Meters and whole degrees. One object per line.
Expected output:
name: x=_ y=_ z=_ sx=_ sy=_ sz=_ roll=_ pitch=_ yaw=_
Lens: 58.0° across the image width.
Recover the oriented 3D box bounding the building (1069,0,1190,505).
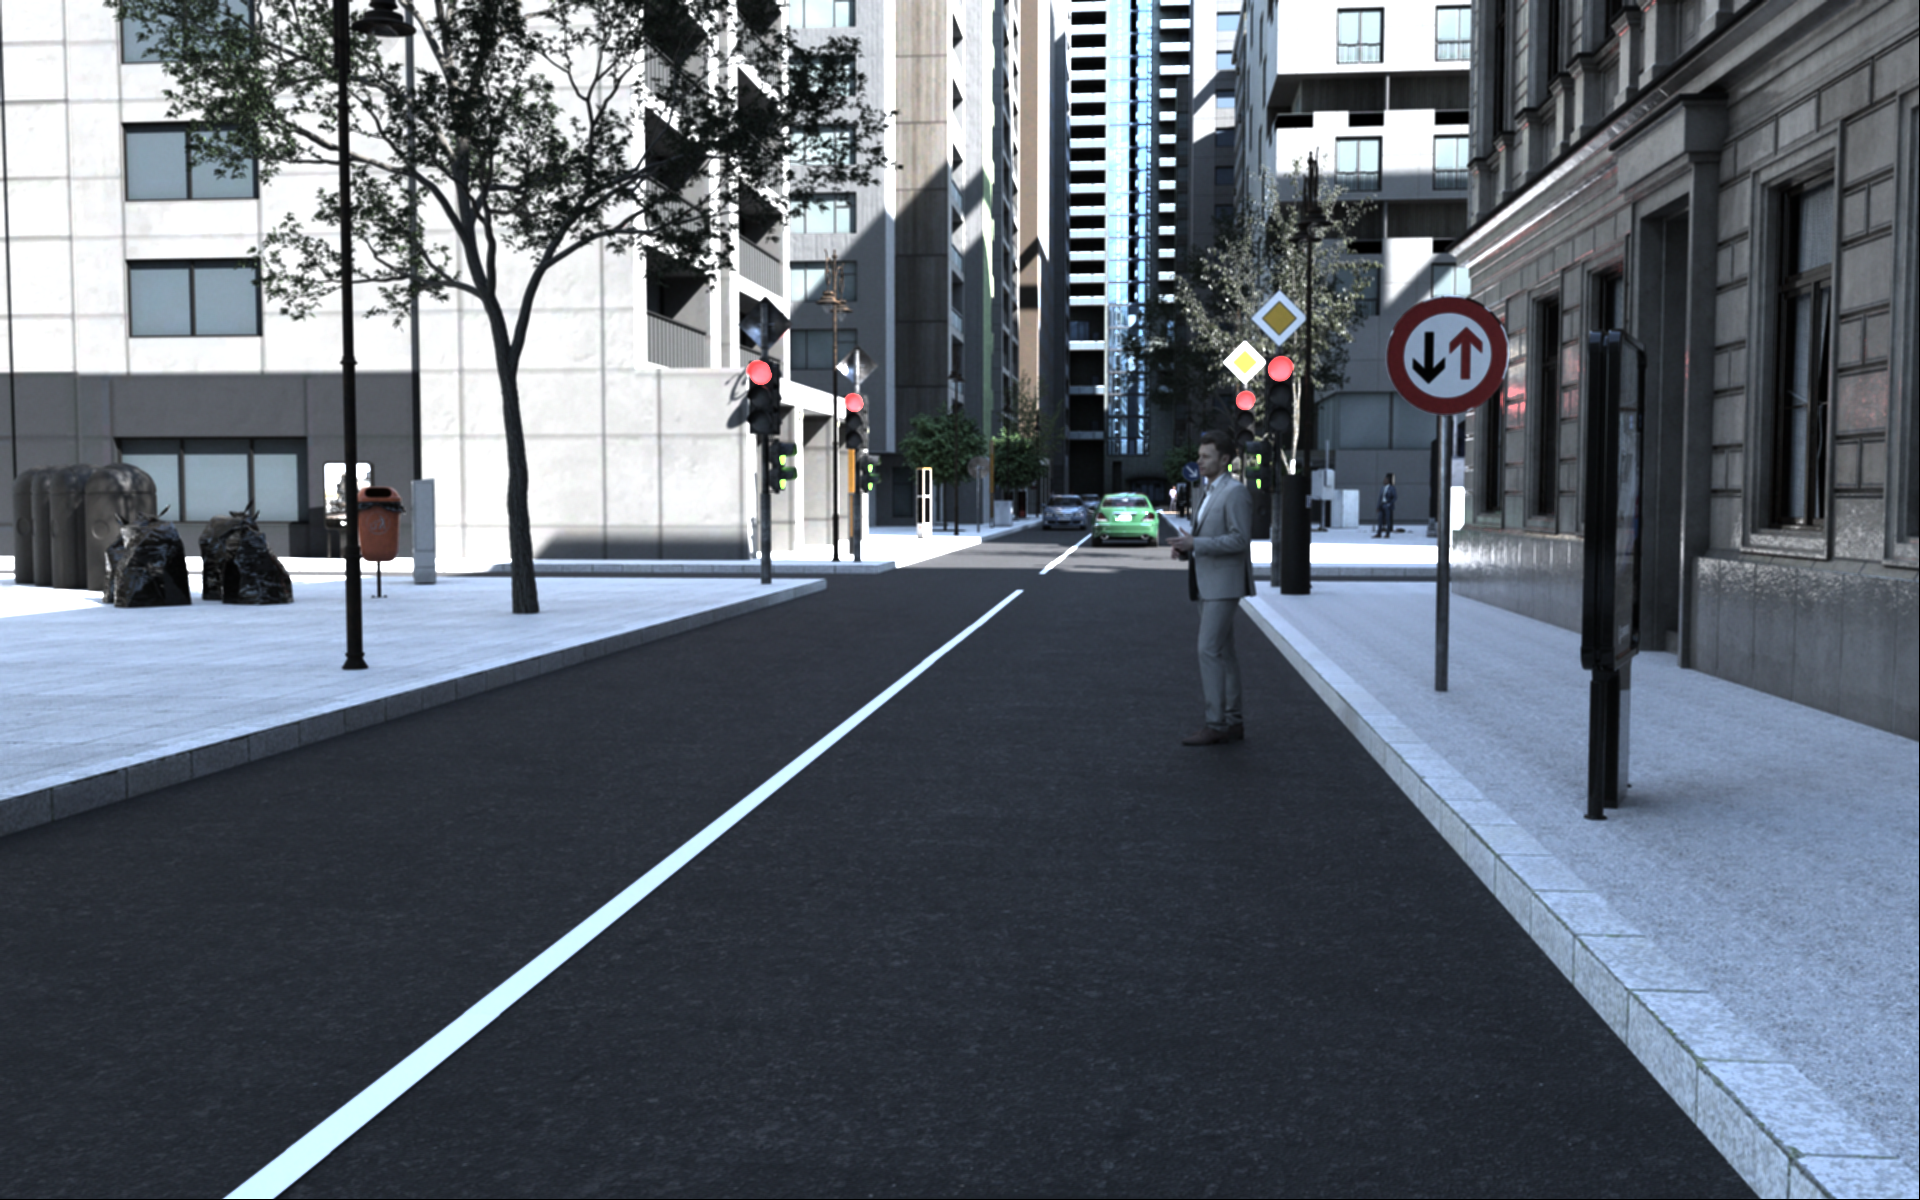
building: x=18.050 y=-54.334 z=201.033 sx=31.000 sy=86.520 sz=22.319 roll=0 pitch=4 yaw=6

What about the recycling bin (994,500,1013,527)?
recycling bin: x=1.686 y=-3.408 z=68.271 sx=0.722 sy=1.027 sz=0.722 roll=1 pitch=4 yaw=9

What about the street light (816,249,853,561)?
street light: x=-2.368 y=-3.676 z=32.883 sx=0.468 sy=5.910 sz=1.993 roll=0 pitch=4 yaw=6

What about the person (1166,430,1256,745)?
person: x=1.419 y=-0.083 z=10.062 sx=0.583 sy=1.804 sz=0.606 roll=-1 pitch=4 yaw=-16

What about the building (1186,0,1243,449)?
building: x=30.395 y=-37.203 z=150.267 sx=21.231 sy=58.520 sz=28.212 roll=0 pitch=4 yaw=6

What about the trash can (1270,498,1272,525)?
trash can: x=12.483 y=-3.616 z=70.779 sx=0.748 sy=1.137 sz=0.748 roll=0 pitch=3 yaw=0

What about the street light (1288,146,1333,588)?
street light: x=4.727 y=-3.103 z=23.516 sx=0.468 sy=5.910 sz=1.993 roll=0 pitch=4 yaw=6

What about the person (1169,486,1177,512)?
person: x=15.031 y=-7.073 z=121.552 sx=0.709 sy=1.838 sz=0.599 roll=-2 pitch=4 yaw=-35

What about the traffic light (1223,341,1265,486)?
traffic light: x=5.204 y=-2.626 z=31.861 sx=0.839 sy=4.253 sz=0.868 roll=0 pitch=4 yaw=6

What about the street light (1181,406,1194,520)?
street light: x=11.238 y=-6.857 z=84.903 sx=0.468 sy=5.910 sz=1.993 roll=0 pitch=4 yaw=6

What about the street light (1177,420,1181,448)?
street light: x=13.470 y=-8.127 z=105.669 sx=0.468 sy=5.910 sz=1.993 roll=0 pitch=4 yaw=6

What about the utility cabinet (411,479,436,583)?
utility cabinet: x=-7.777 y=-1.002 z=25.068 sx=0.318 sy=1.500 sz=1.173 roll=-1 pitch=4 yaw=-18

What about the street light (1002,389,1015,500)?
street light: x=2.064 y=-6.229 z=74.636 sx=0.468 sy=5.910 sz=1.993 roll=0 pitch=4 yaw=6

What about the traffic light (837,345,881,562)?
traffic light: x=-1.920 y=-2.671 z=32.591 sx=0.839 sy=4.253 sz=0.868 roll=0 pitch=4 yaw=6

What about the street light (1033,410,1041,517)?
street light: x=4.267 y=-7.500 z=95.405 sx=0.468 sy=5.910 sz=1.993 roll=0 pitch=4 yaw=6

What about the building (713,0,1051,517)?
building: x=-4.260 y=-41.539 z=117.409 sx=20.563 sy=71.187 sz=20.611 roll=0 pitch=4 yaw=6

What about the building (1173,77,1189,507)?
building: x=28.436 y=-29.925 z=172.865 sx=14.154 sy=41.232 sz=14.086 roll=0 pitch=4 yaw=6

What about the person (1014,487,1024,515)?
person: x=3.694 y=-6.069 z=105.541 sx=0.850 sy=1.792 sz=0.678 roll=0 pitch=4 yaw=-4

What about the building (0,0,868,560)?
building: x=-13.183 y=-36.974 z=42.771 sx=20.563 sy=71.187 sz=20.611 roll=0 pitch=4 yaw=6

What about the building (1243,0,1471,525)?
building: x=28.057 y=-30.206 z=83.113 sx=28.713 sy=52.752 sz=27.495 roll=0 pitch=4 yaw=6

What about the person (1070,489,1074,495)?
person: x=11.096 y=-9.956 z=169.537 sx=0.721 sy=1.743 sz=1.217 roll=2 pitch=4 yaw=23

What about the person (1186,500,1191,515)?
person: x=13.666 y=-5.734 z=104.068 sx=0.425 sy=1.301 sz=0.394 roll=1 pitch=4 yaw=15

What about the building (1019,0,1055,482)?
building: x=0.846 y=-30.537 z=149.383 sx=14.600 sy=45.320 sz=14.200 roll=0 pitch=4 yaw=6

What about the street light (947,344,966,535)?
street light: x=-0.111 y=-4.946 z=53.647 sx=0.468 sy=5.910 sz=1.993 roll=0 pitch=4 yaw=6

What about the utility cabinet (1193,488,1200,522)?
utility cabinet: x=8.223 y=-3.111 z=59.539 sx=0.318 sy=1.500 sz=1.173 roll=0 pitch=4 yaw=1

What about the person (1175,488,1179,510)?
person: x=17.748 y=-8.286 z=141.962 sx=0.568 sy=1.767 sz=0.683 roll=-2 pitch=4 yaw=-29

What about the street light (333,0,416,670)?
street light: x=-4.446 y=-2.432 z=12.552 sx=0.468 sy=5.910 sz=1.993 roll=0 pitch=4 yaw=6

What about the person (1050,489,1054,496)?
person: x=8.415 y=-9.266 z=158.205 sx=0.551 sy=1.740 sz=0.621 roll=3 pitch=5 yaw=44

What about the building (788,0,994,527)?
building: x=-6.184 y=-23.700 z=71.091 sx=14.154 sy=41.232 sz=14.086 roll=0 pitch=4 yaw=6

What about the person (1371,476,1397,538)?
person: x=12.421 y=-2.712 z=50.568 sx=0.419 sy=1.800 sz=0.721 roll=-3 pitch=5 yaw=-39

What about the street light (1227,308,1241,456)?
street light: x=6.903 y=-4.306 z=43.194 sx=0.468 sy=5.910 sz=1.993 roll=0 pitch=4 yaw=6

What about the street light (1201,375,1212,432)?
street light: x=9.043 y=-5.587 z=64.133 sx=0.468 sy=5.910 sz=1.993 roll=0 pitch=4 yaw=6

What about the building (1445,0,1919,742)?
building: x=10.122 y=-9.042 z=12.465 sx=10.561 sy=19.102 sz=19.286 roll=0 pitch=4 yaw=6

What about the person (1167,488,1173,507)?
person: x=20.317 y=-9.854 z=167.025 sx=0.709 sy=1.838 sz=0.599 roll=-2 pitch=4 yaw=-26

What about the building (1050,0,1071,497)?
building: x=-3.269 y=-38.543 z=172.169 sx=28.212 sy=58.520 sz=21.231 roll=0 pitch=4 yaw=6

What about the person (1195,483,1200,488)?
person: x=9.693 y=-3.936 z=71.240 sx=0.643 sy=1.720 sz=0.563 roll=-2 pitch=4 yaw=-24

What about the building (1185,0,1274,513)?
building: x=32.410 y=-26.455 z=124.418 sx=32.217 sy=40.220 sz=23.993 roll=0 pitch=4 yaw=6

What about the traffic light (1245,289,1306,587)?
traffic light: x=4.369 y=-2.141 z=23.919 sx=0.839 sy=4.253 sz=0.868 roll=0 pitch=4 yaw=6
